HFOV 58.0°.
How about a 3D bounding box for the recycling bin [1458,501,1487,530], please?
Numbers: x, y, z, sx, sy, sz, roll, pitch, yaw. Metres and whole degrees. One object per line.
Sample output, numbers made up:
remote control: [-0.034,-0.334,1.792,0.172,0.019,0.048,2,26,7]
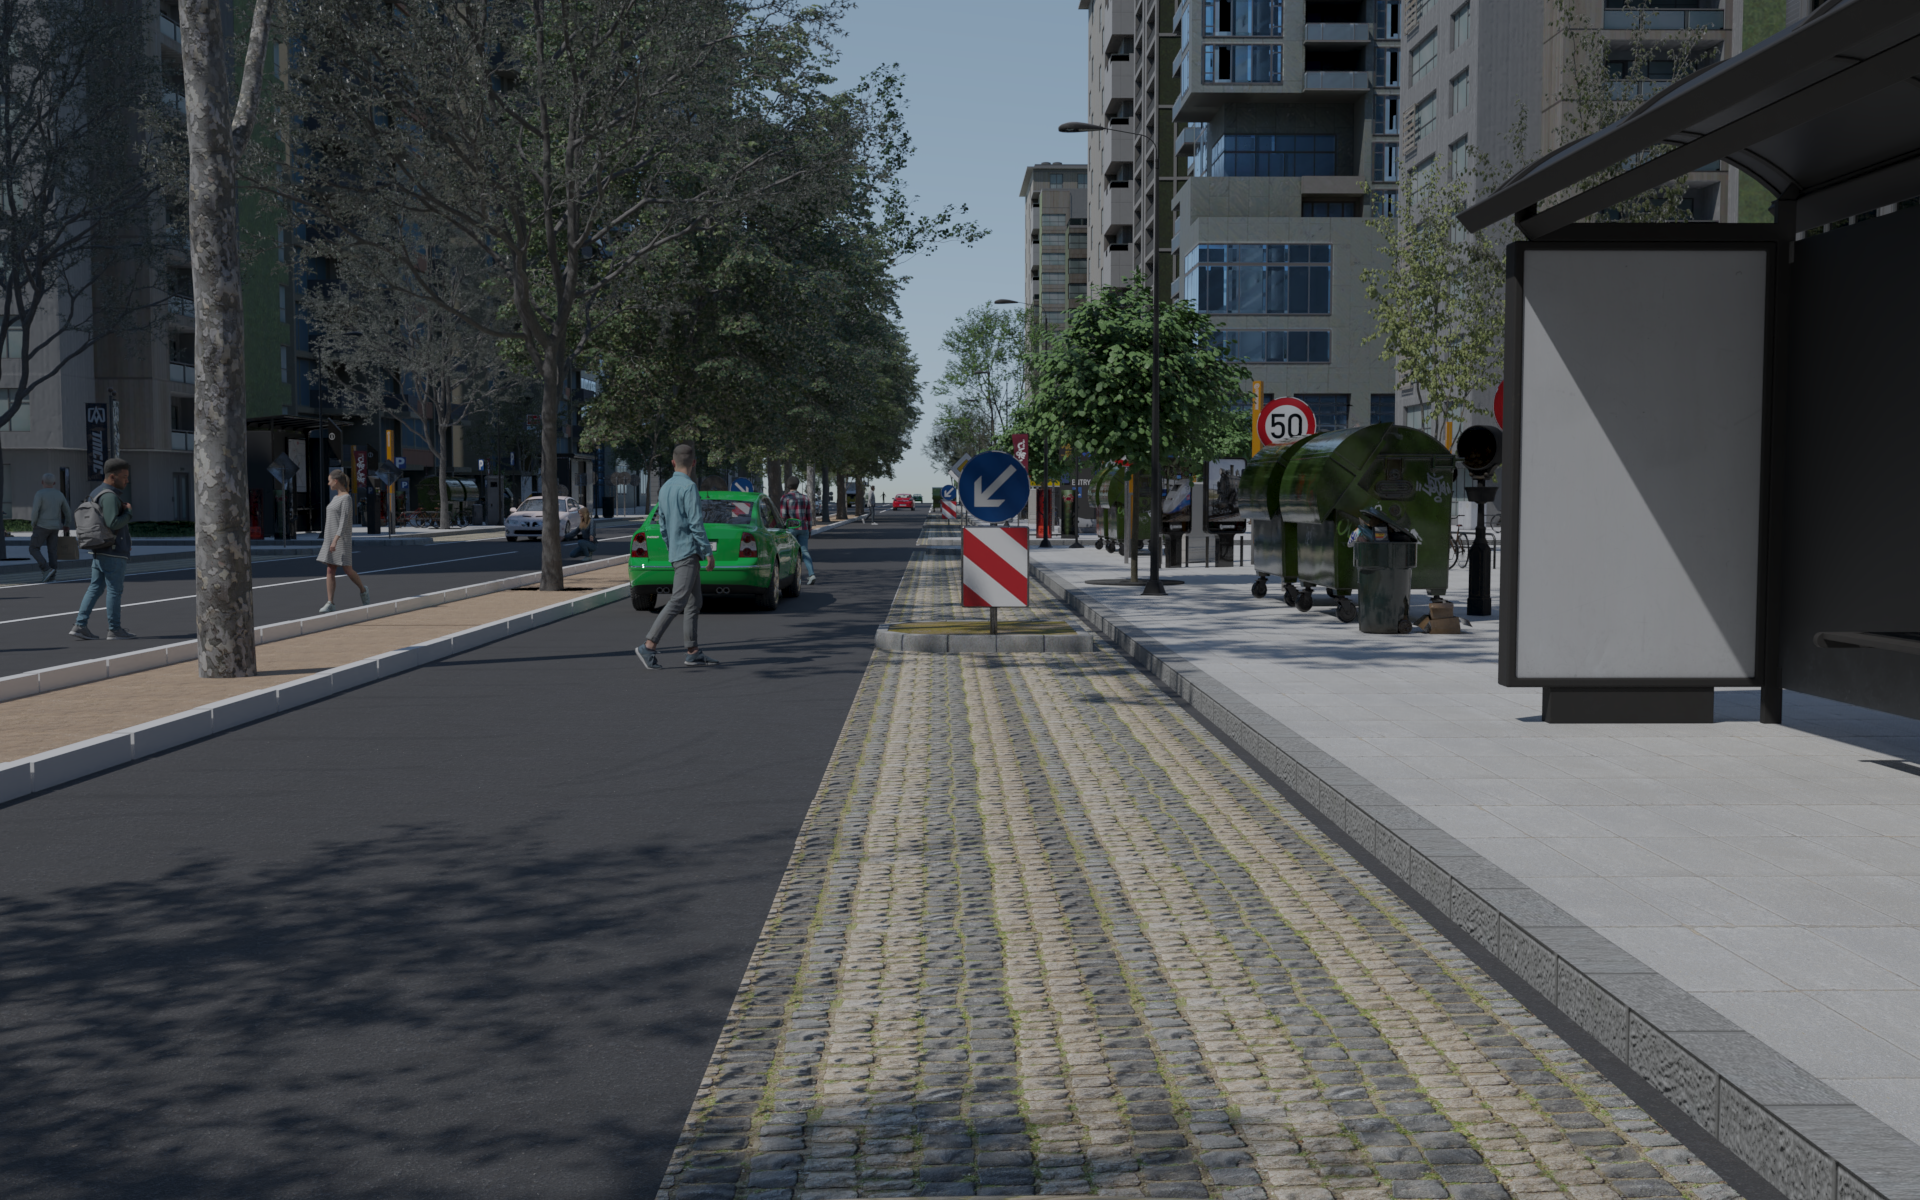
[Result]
recycling bin: [18.235,-3.002,61.644,0.722,1.027,0.722,-1,4,-20]

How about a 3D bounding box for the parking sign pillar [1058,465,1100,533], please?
parking sign pillar: [3.946,-4.195,57.055,1.447,3.967,1.447,2,4,32]

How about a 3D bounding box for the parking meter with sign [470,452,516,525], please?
parking meter with sign: [-19.208,-4.593,71.360,1.738,3.016,0.543,-2,4,-30]

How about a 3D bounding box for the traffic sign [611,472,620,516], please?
traffic sign: [-19.733,-6.086,99.614,0.768,2.556,0.104,0,4,7]

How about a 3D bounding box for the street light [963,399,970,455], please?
street light: [1.004,-6.874,84.925,1.470,5.913,1.316,0,4,-1]

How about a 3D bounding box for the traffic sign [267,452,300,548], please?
traffic sign: [-16.186,-2.313,41.459,0.795,2.450,0.064,0,4,-1]

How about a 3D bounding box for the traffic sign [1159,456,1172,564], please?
traffic sign: [3.668,-1.930,31.663,0.768,2.556,0.104,0,4,1]

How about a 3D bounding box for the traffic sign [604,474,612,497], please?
traffic sign: [-22.480,-6.799,111.275,0.768,2.556,0.104,0,4,3]

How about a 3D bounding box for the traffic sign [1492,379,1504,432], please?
traffic sign: [5.722,-1.061,17.457,0.768,2.556,0.104,0,3,0]

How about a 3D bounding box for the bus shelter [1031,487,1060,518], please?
bus shelter: [4.278,-6.299,80.620,2.179,5.291,8.768,0,4,-1]

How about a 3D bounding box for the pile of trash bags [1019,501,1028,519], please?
pile of trash bags: [3.774,-4.854,89.118,1.912,1.369,3.447,-1,4,-19]

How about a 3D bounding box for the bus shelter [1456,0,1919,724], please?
bus shelter: [3.845,-0.808,7.130,2.014,3.302,5.546,0,4,-1]

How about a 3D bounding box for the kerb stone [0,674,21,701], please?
kerb stone: [-6.656,0.633,11.911,0.120,0.150,1.000,0,4,-1]

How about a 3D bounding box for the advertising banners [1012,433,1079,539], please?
advertising banners: [2.442,-3.275,49.738,2.074,3.025,0.090,2,4,24]

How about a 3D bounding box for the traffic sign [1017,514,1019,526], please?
traffic sign: [1.928,-3.495,57.155,0.884,2.594,0.081,0,4,6]

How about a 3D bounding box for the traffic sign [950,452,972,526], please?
traffic sign: [0.157,-2.325,41.663,0.795,2.450,0.064,0,4,-1]

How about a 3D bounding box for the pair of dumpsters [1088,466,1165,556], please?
pair of dumpsters: [3.764,-2.160,37.808,1.574,2.255,4.437,0,4,-1]

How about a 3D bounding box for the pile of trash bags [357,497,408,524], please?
pile of trash bags: [-25.189,-3.915,73.769,3.447,1.369,1.912,0,4,7]

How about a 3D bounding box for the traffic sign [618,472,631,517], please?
traffic sign: [-18.989,-5.988,98.010,0.768,2.556,0.104,0,4,3]

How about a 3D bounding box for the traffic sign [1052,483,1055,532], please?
traffic sign: [3.178,-3.599,58.954,0.768,2.556,0.104,1,4,9]

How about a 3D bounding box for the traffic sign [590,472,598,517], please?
traffic sign: [-20.459,-5.864,95.982,0.768,2.556,0.104,0,4,4]

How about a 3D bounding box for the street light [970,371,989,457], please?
street light: [1.228,-5.680,65.416,1.470,5.913,1.316,0,4,-1]

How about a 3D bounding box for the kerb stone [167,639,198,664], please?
kerb stone: [-6.693,0.443,14.978,0.120,0.150,1.000,0,4,-1]

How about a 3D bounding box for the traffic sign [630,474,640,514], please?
traffic sign: [-20.885,-6.790,111.130,0.768,2.556,0.104,0,4,3]

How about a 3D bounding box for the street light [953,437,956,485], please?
street light: [0.450,-9.260,123.940,1.470,5.913,1.316,0,4,-1]

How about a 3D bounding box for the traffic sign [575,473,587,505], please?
traffic sign: [-18.503,-5.041,84.558,0.606,2.300,0.079,0,4,2]

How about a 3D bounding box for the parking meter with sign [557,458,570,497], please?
parking meter with sign: [-19.581,-5.302,82.945,1.738,3.016,0.543,-1,4,-10]

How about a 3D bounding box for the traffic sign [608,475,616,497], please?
traffic sign: [-22.198,-6.780,110.959,0.768,2.556,0.104,0,4,3]

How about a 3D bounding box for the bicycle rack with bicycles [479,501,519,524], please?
bicycle rack with bicycles: [-20.369,-3.776,75.115,2.852,0.926,2.925,-2,4,-24]

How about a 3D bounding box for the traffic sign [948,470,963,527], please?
traffic sign: [0.047,-2.814,49.647,0.795,2.450,0.064,0,4,-1]

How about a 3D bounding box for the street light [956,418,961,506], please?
street light: [0.643,-8.067,104.431,1.470,5.913,1.316,0,4,-1]

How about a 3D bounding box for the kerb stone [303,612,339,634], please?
kerb stone: [-6.735,0.257,18.057,0.120,0.150,1.000,0,4,-1]

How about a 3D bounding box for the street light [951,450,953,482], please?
street light: [0.252,-10.293,140.825,1.470,5.913,1.316,0,4,-1]

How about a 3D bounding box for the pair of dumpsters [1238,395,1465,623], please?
pair of dumpsters: [4.232,-1.021,19.183,1.574,2.255,4.437,0,4,-1]

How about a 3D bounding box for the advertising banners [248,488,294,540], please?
advertising banners: [-19.652,-3.188,48.306,2.074,3.025,0.090,0,4,1]

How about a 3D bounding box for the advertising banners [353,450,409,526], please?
advertising banners: [-23.329,-4.501,69.774,2.074,3.025,0.090,-1,4,-14]

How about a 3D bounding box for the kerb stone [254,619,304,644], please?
kerb stone: [-6.726,0.316,17.033,0.120,0.150,1.000,0,4,-1]

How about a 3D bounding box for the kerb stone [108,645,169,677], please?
kerb stone: [-6.678,0.506,13.956,0.120,0.150,1.000,0,4,-1]

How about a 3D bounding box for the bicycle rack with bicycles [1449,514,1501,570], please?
bicycle rack with bicycles: [7.996,-1.022,30.090,2.852,0.926,2.925,-1,4,-12]

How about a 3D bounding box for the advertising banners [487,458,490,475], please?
advertising banners: [-22.812,-5.409,84.625,0.090,3.025,2.074,0,4,1]

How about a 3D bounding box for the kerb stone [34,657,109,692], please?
kerb stone: [-6.673,0.566,12.934,0.120,0.150,1.000,0,4,-1]

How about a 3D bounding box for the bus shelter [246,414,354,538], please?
bus shelter: [-20.811,-3.846,54.164,1.731,3.624,6.357,0,4,-1]

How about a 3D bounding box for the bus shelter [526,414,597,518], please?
bus shelter: [-20.754,-6.865,89.880,2.179,5.291,8.768,0,4,-1]

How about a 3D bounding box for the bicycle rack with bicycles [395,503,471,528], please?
bicycle rack with bicycles: [-20.129,-3.211,65.889,2.925,0.926,2.852,-1,4,-12]

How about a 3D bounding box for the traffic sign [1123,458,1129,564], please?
traffic sign: [3.070,-1.942,31.864,0.768,2.556,0.104,0,4,8]

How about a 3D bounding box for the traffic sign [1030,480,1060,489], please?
traffic sign: [3.577,-4.182,62.255,2.265,3.308,0.079,0,4,8]

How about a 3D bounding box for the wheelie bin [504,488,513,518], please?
wheelie bin: [-24.240,-5.182,92.630,0.693,1.594,0.980,0,4,2]

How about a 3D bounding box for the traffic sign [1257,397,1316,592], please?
traffic sign: [4.274,-1.384,22.736,0.768,2.556,0.104,1,4,8]

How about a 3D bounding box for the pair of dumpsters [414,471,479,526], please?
pair of dumpsters: [-21.038,-4.190,70.999,1.574,2.255,4.437,0,4,-1]

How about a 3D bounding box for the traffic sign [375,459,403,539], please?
traffic sign: [-16.296,-2.801,49.444,0.795,2.450,0.064,0,4,-1]

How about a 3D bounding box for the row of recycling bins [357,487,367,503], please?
row of recycling bins: [-29.273,-4.471,80.209,3.534,1.692,1.069,-1,4,-15]

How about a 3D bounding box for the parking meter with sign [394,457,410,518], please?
parking meter with sign: [-25.952,-5.165,80.708,0.543,3.016,1.738,-2,4,-26]
